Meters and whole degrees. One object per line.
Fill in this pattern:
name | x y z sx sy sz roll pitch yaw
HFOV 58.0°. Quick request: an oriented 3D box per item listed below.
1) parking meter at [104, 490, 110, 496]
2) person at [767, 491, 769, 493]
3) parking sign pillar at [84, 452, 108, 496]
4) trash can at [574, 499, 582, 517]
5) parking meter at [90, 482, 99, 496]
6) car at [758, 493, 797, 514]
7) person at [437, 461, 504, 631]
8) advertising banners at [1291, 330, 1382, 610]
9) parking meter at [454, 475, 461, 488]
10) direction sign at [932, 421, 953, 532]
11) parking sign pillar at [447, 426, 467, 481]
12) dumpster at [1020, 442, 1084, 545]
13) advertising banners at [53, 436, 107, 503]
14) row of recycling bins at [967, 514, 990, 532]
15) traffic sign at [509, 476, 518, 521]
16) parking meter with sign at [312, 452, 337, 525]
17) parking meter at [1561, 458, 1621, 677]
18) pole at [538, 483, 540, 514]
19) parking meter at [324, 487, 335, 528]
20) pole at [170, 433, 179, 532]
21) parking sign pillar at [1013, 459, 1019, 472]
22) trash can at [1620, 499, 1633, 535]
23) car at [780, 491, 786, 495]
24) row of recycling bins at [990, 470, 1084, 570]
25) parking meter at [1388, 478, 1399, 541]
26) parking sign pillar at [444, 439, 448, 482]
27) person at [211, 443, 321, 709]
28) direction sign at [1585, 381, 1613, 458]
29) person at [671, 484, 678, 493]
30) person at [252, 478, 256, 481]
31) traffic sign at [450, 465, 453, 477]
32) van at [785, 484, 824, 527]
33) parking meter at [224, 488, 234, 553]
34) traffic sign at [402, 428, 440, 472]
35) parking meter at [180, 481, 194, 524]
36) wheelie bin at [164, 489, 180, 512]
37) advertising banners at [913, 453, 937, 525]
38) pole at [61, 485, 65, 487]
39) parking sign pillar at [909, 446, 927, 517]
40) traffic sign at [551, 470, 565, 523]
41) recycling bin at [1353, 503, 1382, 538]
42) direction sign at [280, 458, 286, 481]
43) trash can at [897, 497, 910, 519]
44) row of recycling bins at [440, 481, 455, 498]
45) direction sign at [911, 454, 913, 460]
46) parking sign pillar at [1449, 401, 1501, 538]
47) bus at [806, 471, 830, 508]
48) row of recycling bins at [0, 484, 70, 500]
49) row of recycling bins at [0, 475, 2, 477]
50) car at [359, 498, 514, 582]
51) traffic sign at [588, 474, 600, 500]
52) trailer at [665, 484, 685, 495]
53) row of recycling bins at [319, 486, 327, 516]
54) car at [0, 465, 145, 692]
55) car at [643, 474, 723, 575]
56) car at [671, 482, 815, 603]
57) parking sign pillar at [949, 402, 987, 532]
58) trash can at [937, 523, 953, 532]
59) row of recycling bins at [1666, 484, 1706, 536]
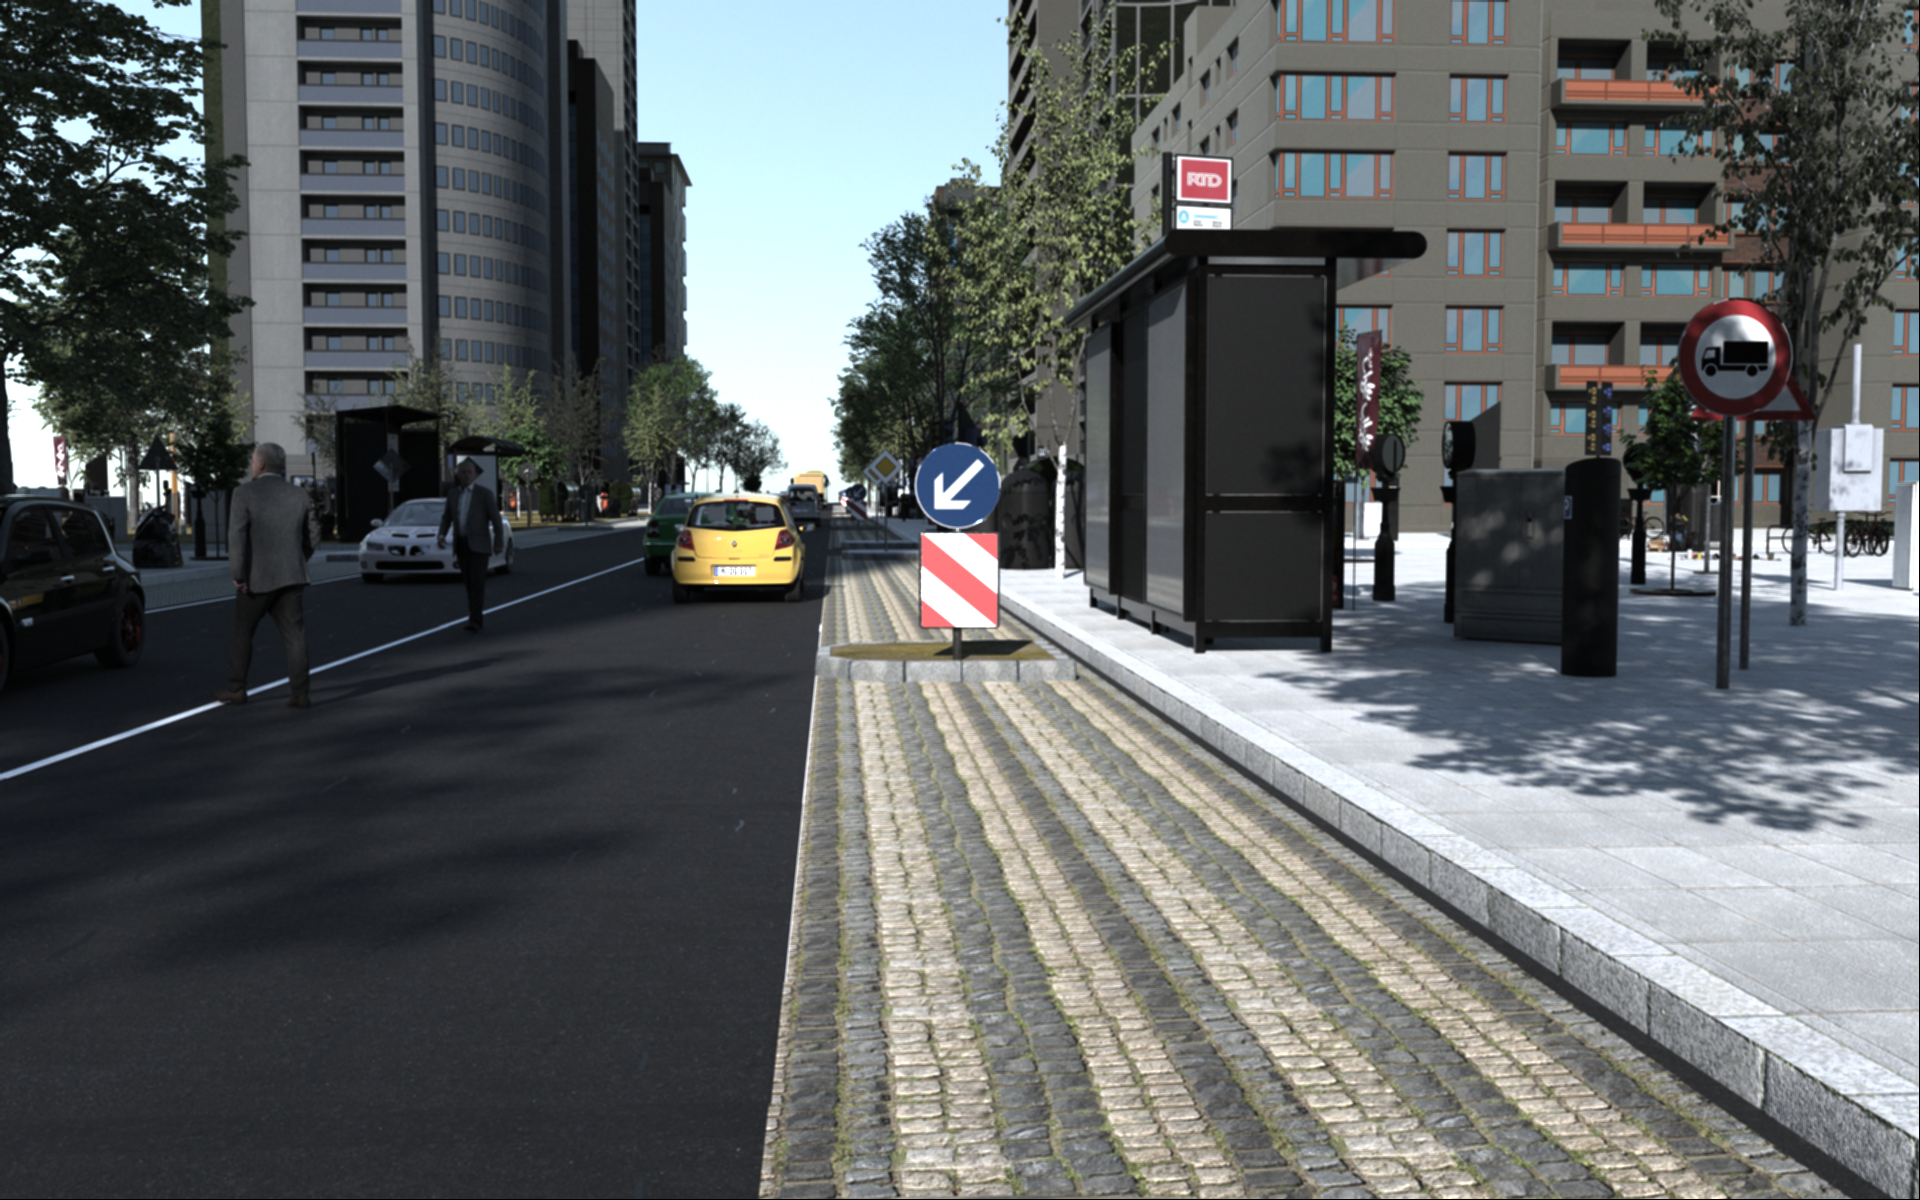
parking meter | -51.781 -5.912 105.069 0.372 1.533 0.369 0 3 0
person | -16.970 -8.758 152.370 1.217 1.739 0.721 2 4 32
parking sign pillar | -53.397 -7.251 107.025 1.447 3.967 1.447 3 5 42
trash can | -21.044 -5.138 95.659 0.748 1.137 0.748 0 3 0
parking meter | -42.177 -4.814 84.426 0.399 1.863 0.255 2 4 33
car | -7.542 -3.637 68.499 2.155 1.783 4.494 0 4 -6
person | -5.138 -0.563 18.110 0.661 1.777 0.834 0 4 1
advertising banners | 4.193 -1.426 19.508 0.090 3.025 2.074 -1 4 -16
parking meter | -15.604 -2.967 54.229 0.399 1.863 0.255 -1 4 -21
direction sign | -0.543 -3.772 53.667 0.876 3.537 0.379 3 5 43
parking sign pillar | -19.751 -4.970 69.729 1.447 3.967 1.447 -1 4 -16
dumpster | 1.786 -1.869 33.045 1.502 2.255 1.985 0 4 -4
advertising banners | -26.382 -3.408 51.914 2.074 3.025 0.090 1 4 22
row of recycling bins | 1.568 -1.806 36.640 3.534 1.692 1.069 3 5 42
traffic sign | -21.399 -5.104 83.560 0.768 2.556 0.104 0 4 1
parking meter with sign | -26.189 -4.672 72.642 1.738 3.016 0.543 -1 4 -15
parking meter | 4.466 -0.235 12.259 0.372 1.533 0.369 0 3 0
pole | -27.025 -7.185 111.318 0.158 3.312 0.155 0 3 0
parking meter | -23.940 -3.509 65.776 0.372 1.533 0.369 0 3 0
pole | -26.259 -3.917 57.892 0.158 3.312 0.155 0 3 0
parking sign pillar | 4.124 -8.042 119.966 1.447 3.967 1.447 -1 4 -22
trash can | 20.711 -2.603 54.217 0.748 1.137 0.748 0 3 0
car | -23.497 -13.741 233.343 2.281 1.827 5.304 0 4 -2
row of recycling bins | 2.407 -1.405 30.083 3.534 1.692 1.069 -1 4 -18
parking meter | 11.895 -2.559 47.551 0.255 1.863 0.399 1 4 21
parking sign pillar | -24.914 -5.934 85.490 1.447 3.967 1.447 1 4 16
person | -4.717 -0.173 11.734 0.834 1.777 0.661 2 4 32
direction sign | 12.881 -2.629 34.980 0.876 3.537 0.379 -3 4 -37
person | -10.293 -3.277 62.357 0.678 1.792 0.850 -2 4 -35
person | -12.338 -1.301 30.525 0.760 1.731 0.466 2 4 28
traffic sign | -19.539 -4.132 67.661 0.768 2.556 0.104 0 4 4
van | -7.033 -4.286 77.096 2.013 2.044 4.112 0 4 -5
parking meter | -15.840 -1.796 37.779 0.372 1.533 0.369 0 3 0
traffic sign | -17.206 -3.651 53.564 2.265 3.308 0.079 0 4 4
parking meter | -32.745 -4.134 73.302 0.399 1.863 0.255 1 4 18
wheelie bin | -45.385 -5.630 99.958 0.693 1.594 0.980 2 4 28
advertising banners | -1.096 -4.680 72.712 2.074 3.025 0.090 2 4 31
pole | -58.519 -7.289 113.017 0.158 3.312 0.155 0 3 0
parking sign pillar | -2.603 -6.649 97.180 1.447 3.967 1.447 0 4 0
traffic sign | -18.048 -4.731 77.459 0.768 2.556 0.104 0 4 1
recycling bin | 12.006 -2.345 50.895 0.722 1.027 0.722 0 4 -5
direction sign | -39.805 -6.691 101.397 0.379 3.537 0.876 2 4 26
trash can | -2.946 -4.817 90.407 0.748 1.137 0.748 0 3 0
row of recycling bins | -16.798 -3.023 56.544 1.069 1.692 3.534 -1 4 -21
direction sign | -2.521 -6.512 98.469 0.379 3.537 0.876 -3 4 -36
parking sign pillar | 15.014 -3.788 50.408 1.447 3.967 1.447 1 4 15
bus | -15.323 -11.647 181.982 2.896 3.916 12.252 0 4 -2
row of recycling bins | -49.935 -5.280 93.443 3.534 1.692 1.069 -1 4 -19
row of recycling bins | -14.584 -1.023 23.842 3.534 1.692 1.069 1 4 18
car | -8.930 -1.068 29.828 2.083 1.381 4.827 0 4 -4
traffic sign | -23.197 -6.716 109.910 0.768 2.556 0.104 0 4 0
trailer | -16.824 -5.811 102.057 1.471 1.999 3.904 0 4 -5
row of recycling bins | -31.599 -4.850 86.405 1.069 1.692 3.534 0 4 2
car | -7.582 -0.192 12.922 2.009 1.686 4.222 0 4 -5
car | -4.767 -1.425 32.092 1.959 1.807 4.718 0 4 -3
car | -3.051 -0.861 24.294 2.015 1.641 3.980 0 4 -4
parking sign pillar | 0.389 -3.846 51.357 1.447 3.967 1.447 2 4 24
trash can | -0.444 -2.707 55.907 0.748 1.137 0.748 0 3 0
row of recycling bins | 22.966 -2.919 54.833 1.069 1.692 3.534 1 4 12
